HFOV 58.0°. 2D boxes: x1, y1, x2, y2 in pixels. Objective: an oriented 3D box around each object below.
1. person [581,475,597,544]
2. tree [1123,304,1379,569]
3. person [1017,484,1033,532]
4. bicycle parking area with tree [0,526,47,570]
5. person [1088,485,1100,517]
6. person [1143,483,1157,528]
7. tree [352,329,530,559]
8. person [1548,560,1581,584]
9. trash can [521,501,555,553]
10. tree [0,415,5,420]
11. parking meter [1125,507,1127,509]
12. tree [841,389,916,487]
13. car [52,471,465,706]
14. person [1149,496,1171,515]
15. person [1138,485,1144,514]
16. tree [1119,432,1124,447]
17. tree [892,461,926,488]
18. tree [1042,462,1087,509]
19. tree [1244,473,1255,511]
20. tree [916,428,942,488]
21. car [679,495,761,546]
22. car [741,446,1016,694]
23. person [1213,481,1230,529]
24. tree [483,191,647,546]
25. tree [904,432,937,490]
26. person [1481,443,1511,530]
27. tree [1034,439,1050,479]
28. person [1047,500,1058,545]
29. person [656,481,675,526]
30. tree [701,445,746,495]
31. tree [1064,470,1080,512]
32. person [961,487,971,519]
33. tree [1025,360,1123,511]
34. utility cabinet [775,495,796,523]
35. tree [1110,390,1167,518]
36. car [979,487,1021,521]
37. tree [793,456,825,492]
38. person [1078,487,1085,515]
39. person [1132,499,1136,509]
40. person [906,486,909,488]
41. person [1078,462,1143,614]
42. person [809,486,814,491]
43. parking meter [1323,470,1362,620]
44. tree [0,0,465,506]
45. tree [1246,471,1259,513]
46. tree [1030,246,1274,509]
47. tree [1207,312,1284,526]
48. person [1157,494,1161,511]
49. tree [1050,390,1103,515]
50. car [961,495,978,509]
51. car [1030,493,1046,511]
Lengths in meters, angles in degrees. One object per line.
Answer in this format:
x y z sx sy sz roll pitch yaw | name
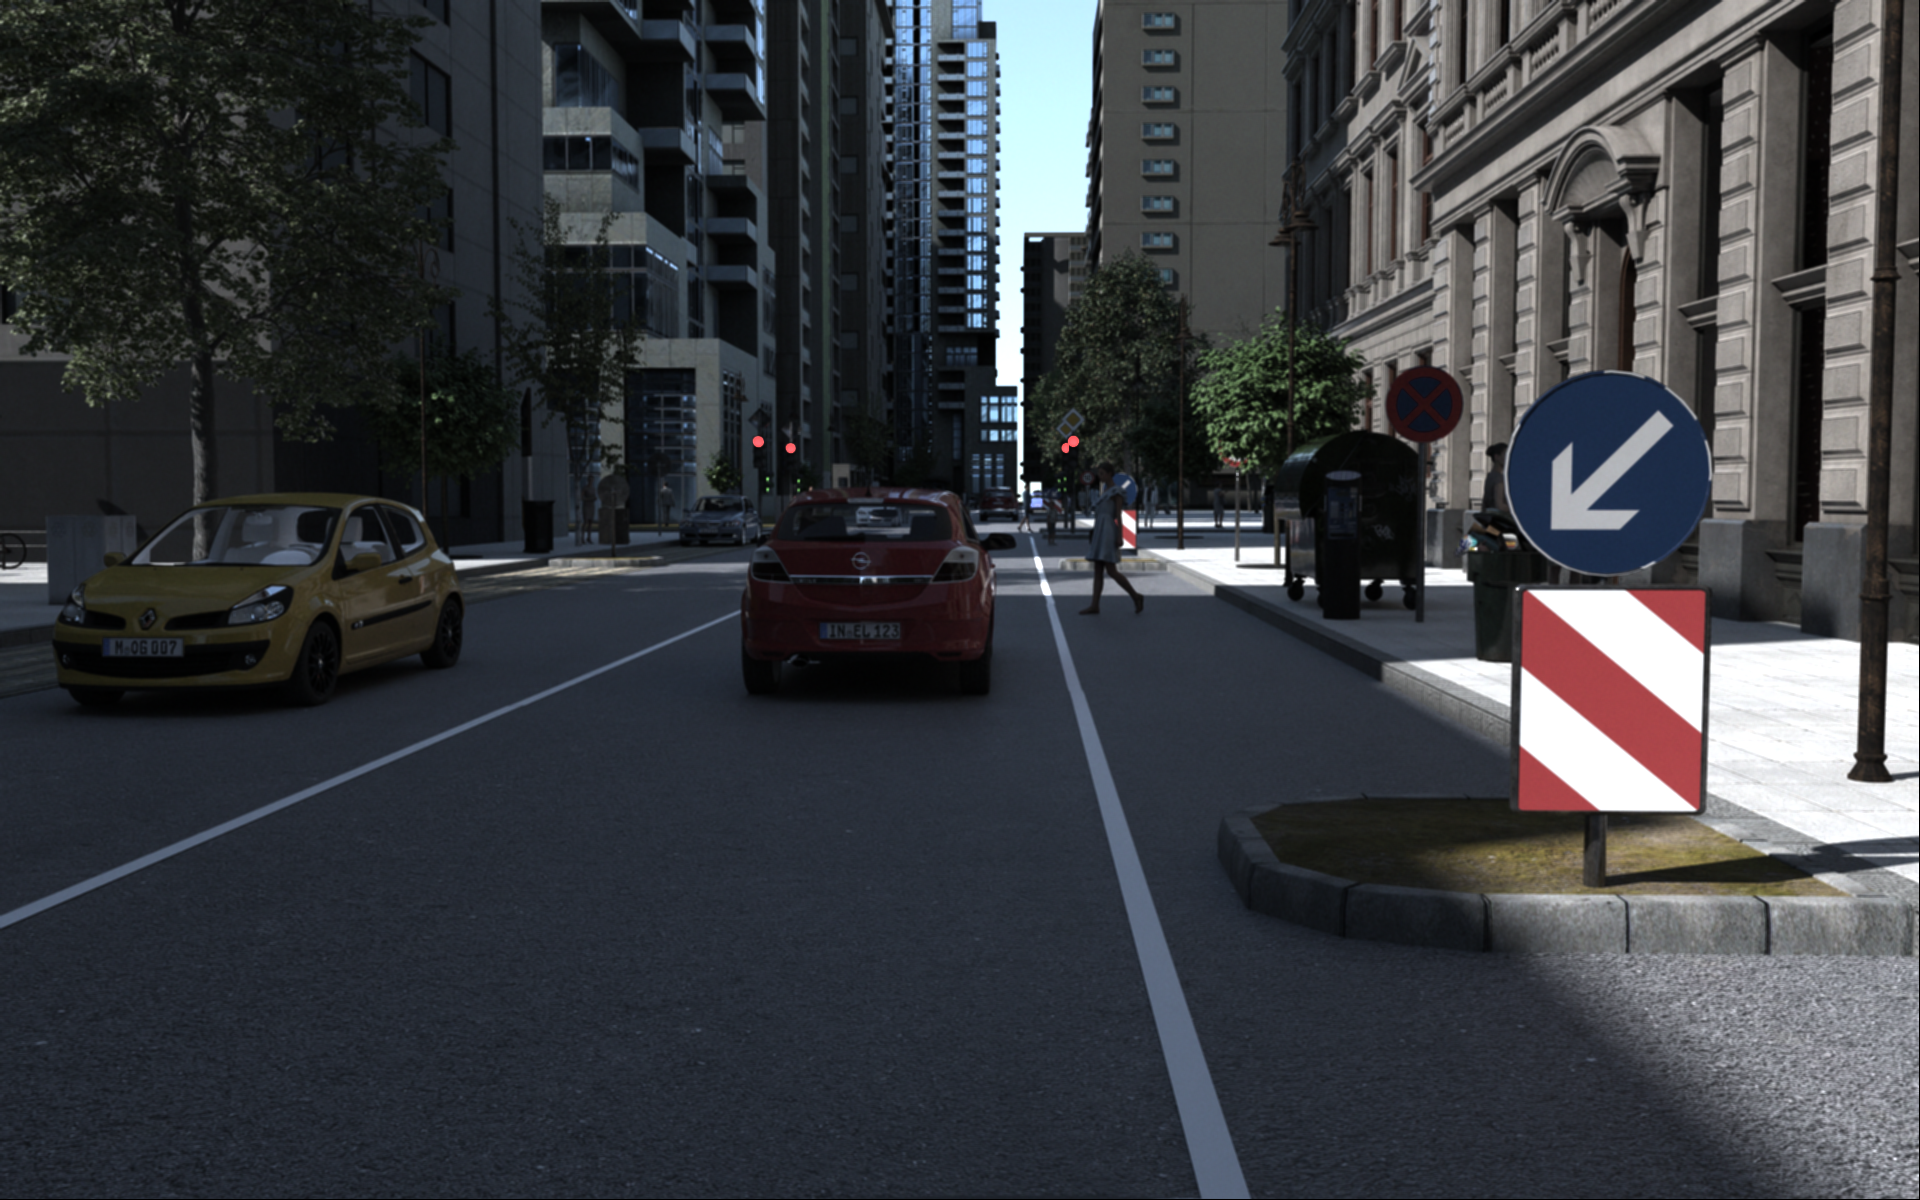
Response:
-9.541 -2.336 44.573 0.374 1.781 0.599 3 4 38 | person
5.634 -2.844 30.206 4.285 4.588 4.351 0 3 0 | tree
2.455 -3.444 64.833 0.654 1.822 0.581 0 4 -5 | person
-19.541 -2.498 27.852 9.016 4.147 8.231 1 4 18 | bicycle parking area with tree
7.445 -5.510 96.390 0.793 1.790 0.793 -2 4 -28 | person
7.161 -3.635 65.361 0.514 1.842 0.818 0 4 -3 | person
-10.367 -3.119 34.712 4.285 4.588 4.351 0 3 0 | tree
6.265 -0.730 17.961 0.580 1.828 0.573 -2 4 -26 | person
-9.136 -1.585 37.563 0.748 1.137 0.748 0 3 0 | trash can
-10.881 -1.421 17.838 1.663 3.219 1.824 0 3 0 | tree
6.334 -3.795 67.765 0.255 1.863 0.399 -2 4 -26 | parking meter
-6.457 -10.430 120.897 4.737 8.622 4.395 0 3 0 | tree
-5.101 -0.167 12.953 2.015 1.641 3.980 0 4 3 | car
12.217 -6.166 107.072 1.509 1.804 0.699 2 4 32 | person
11.684 -6.516 112.358 0.659 1.850 0.755 -1 4 -19 | person
6.379 -4.088 50.560 4.285 4.588 4.351 0 3 0 | tree
-5.024 -11.400 170.107 4.285 4.588 4.351 0 3 0 | tree
9.574 -10.278 151.753 4.285 4.588 4.351 0 3 0 | tree
22.766 -12.820 135.368 9.928 11.665 9.643 0 3 0 | tree
-4.121 -14.541 188.113 4.737 8.622 4.395 0 3 0 | tree
-6.683 -2.238 48.591 2.014 1.417 4.499 0 4 2 | car
-0.623 -0.297 13.902 2.155 1.783 4.494 0 4 1 | car
9.759 -3.558 64.569 0.532 1.782 0.716 -1 4 -15 | person
-9.393 -5.618 42.210 4.737 8.622 4.395 0 3 0 | tree
-4.551 -15.491 203.631 4.360 8.622 3.978 0 3 0 | tree
5.298 -0.641 16.871 0.374 1.781 0.599 0 4 1 | person
10.034 -14.151 181.737 4.360 8.622 3.978 0 3 0 | tree
2.607 -2.173 48.720 0.332 1.250 0.352 0 4 6 | person
-11.796 -3.863 69.480 0.678 1.792 0.850 -1 4 -23 | person
-9.232 -4.487 67.962 1.663 3.219 1.824 0 3 0 | tree
7.925 -7.797 122.086 1.663 3.219 1.824 0 3 0 | tree
0.335 -5.431 97.274 0.713 1.824 0.794 -3 5 -43 | person
9.028 -13.112 140.141 9.928 11.665 9.643 0 3 0 | tree
-7.677 -4.004 76.630 1.020 1.237 0.306 0 4 -3 | utility cabinet
10.550 -8.651 91.812 4.737 8.622 4.395 0 3 0 | tree
2.119 -5.144 92.779 2.281 1.827 5.304 0 4 3 | car
-8.020 -5.785 89.185 1.663 3.219 1.824 0 3 0 | tree
7.597 -6.161 107.528 0.466 1.731 0.760 -1 4 -22 | person
11.870 -6.815 117.442 0.580 1.828 0.573 0 4 5 | person
-2.616 -4.622 84.196 0.709 1.813 0.853 0 4 2 | person
1.782 -0.735 20.616 0.778 1.811 0.616 -1 4 -9 | person
-6.180 -3.846 71.951 0.480 1.755 0.524 -1 4 -20 | person
3.932 -0.575 17.805 0.372 1.533 0.369 0 3 0 | parking meter
-11.242 -6.506 24.508 7.486 12.596 7.792 0 3 0 | tree
20.840 -11.716 125.964 7.601 10.594 8.767 2 4 32 | tree
7.854 -9.992 80.371 9.611 12.733 9.660 0 3 0 | tree
11.998 -7.266 69.161 4.360 8.622 3.978 0 3 0 | tree
14.957 -7.386 131.072 0.475 1.303 0.640 -1 4 -20 | person
7.728 -9.446 104.811 4.360 8.622 3.978 0 3 0 | tree
0.836 -9.601 169.555 1.945 1.354 3.894 0 4 1 | car
6.573 -8.505 148.640 1.945 1.707 3.694 0 4 0 | car
